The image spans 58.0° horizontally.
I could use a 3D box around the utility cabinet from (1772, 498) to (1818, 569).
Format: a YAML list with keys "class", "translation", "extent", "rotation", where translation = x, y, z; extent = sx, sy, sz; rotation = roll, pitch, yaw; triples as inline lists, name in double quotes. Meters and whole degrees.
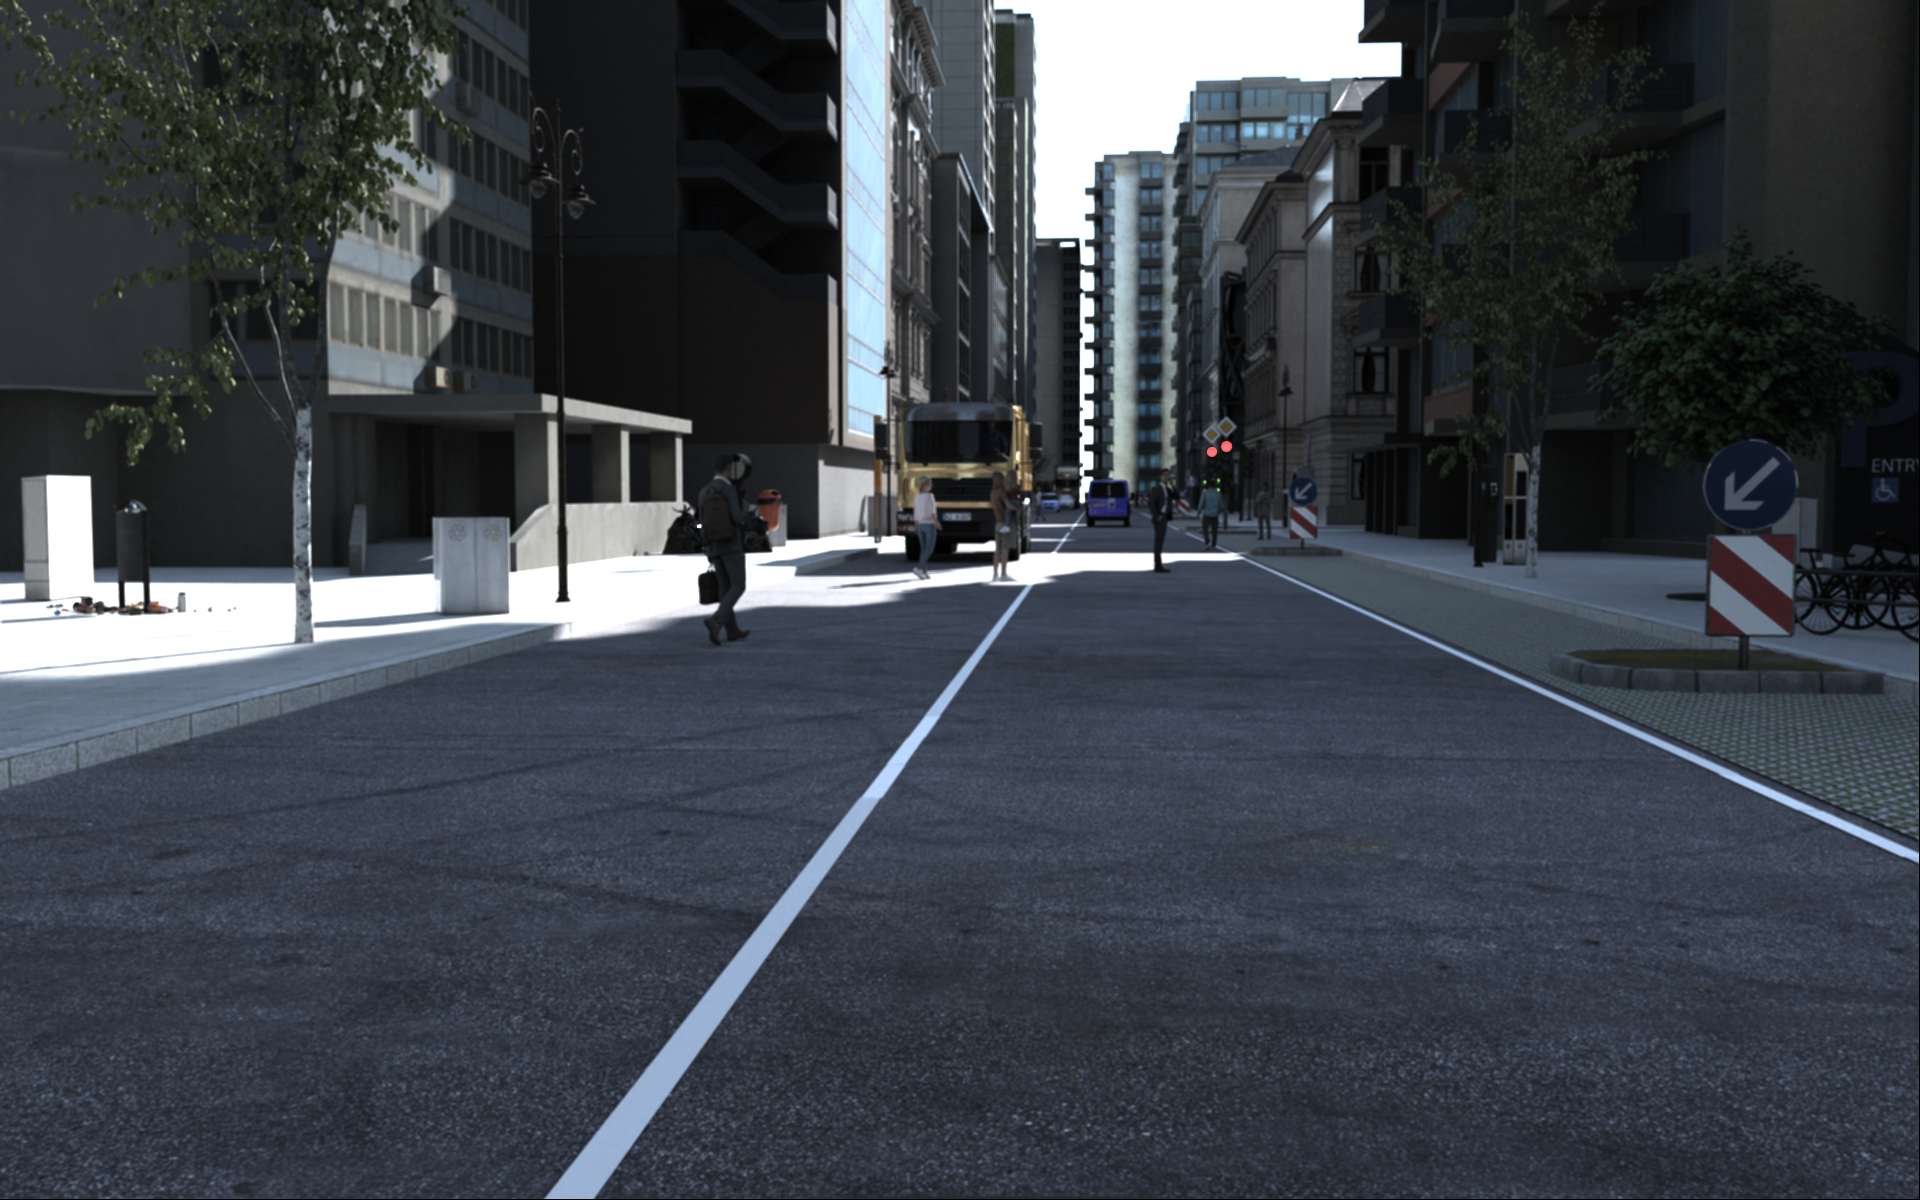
- class: "utility cabinet"
  translation: [14.245, -1.127, 29.581]
  extent: [0.306, 1.237, 1.020]
  rotation: [0, 4, 0]

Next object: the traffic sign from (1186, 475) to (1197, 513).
- class: "traffic sign"
  translation: [15.604, -7.139, 116.831]
  extent: [0.768, 2.556, 0.104]
  rotation: [1, 4, 12]

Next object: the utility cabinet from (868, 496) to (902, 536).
- class: "utility cabinet"
  translation: [-2.319, -2.587, 53.467]
  extent: [1.020, 1.237, 0.306]
  rotation: [1, 4, 14]

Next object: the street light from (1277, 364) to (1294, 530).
- class: "street light"
  translation: [11.575, -5.438, 61.701]
  extent: [0.468, 5.910, 1.993]
  rotation: [0, 4, 5]

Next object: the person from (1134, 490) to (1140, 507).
- class: "person"
  translation: [19.763, -11.358, 194.143]
  extent: [0.705, 1.831, 1.348]
  rotation: [3, 5, 43]

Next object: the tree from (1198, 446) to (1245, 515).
- class: "tree"
  translation: [16.343, -7.517, 106.625]
  extent: [4.285, 4.588, 4.351]
  rotation: [0, 3, 0]

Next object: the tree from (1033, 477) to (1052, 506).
- class: "tree"
  translation: [8.683, -11.961, 190.160]
  extent: [1.663, 3.219, 1.824]
  rotation: [0, 3, 0]

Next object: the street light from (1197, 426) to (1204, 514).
- class: "street light"
  translation: [15.635, -8.547, 112.534]
  extent: [0.468, 5.910, 1.993]
  rotation: [0, 4, 5]

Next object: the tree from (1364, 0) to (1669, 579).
- class: "tree"
  translation: [8.617, -4.647, 26.344]
  extent: [4.737, 8.622, 4.395]
  rotation: [0, 3, 0]

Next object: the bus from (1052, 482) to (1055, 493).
- class: "bus"
  translation: [12.156, -12.365, 197.035]
  extent: [2.948, 3.499, 13.247]
  rotation: [0, 4, 5]

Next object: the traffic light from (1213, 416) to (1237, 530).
- class: "traffic light"
  translation: [9.530, -4.484, 62.229]
  extent: [0.839, 4.253, 0.868]
  rotation: [0, 4, 5]

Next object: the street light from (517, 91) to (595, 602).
- class: "street light"
  translation: [-4.725, -2.916, 20.457]
  extent: [0.468, 5.910, 1.993]
  rotation: [0, 4, 5]

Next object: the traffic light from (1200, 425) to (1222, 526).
- class: "traffic light"
  translation: [10.165, -4.971, 70.189]
  extent: [0.839, 4.253, 0.868]
  rotation: [0, 4, 5]

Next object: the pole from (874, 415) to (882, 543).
- class: "pole"
  translation: [-2.138, -3.132, 45.048]
  extent: [0.158, 3.312, 0.155]
  rotation: [0, 3, 0]

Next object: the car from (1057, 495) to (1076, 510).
- class: "car"
  translation: [9.421, -8.820, 156.573]
  extent: [2.083, 1.381, 4.827]
  rotation: [0, 4, 4]

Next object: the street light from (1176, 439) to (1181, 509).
- class: "street light"
  translation: [18.170, -10.477, 144.084]
  extent: [0.468, 5.910, 1.993]
  rotation: [0, 4, 5]

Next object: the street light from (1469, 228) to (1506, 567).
- class: "street light"
  translation: [9.143, -3.521, 30.360]
  extent: [0.468, 5.910, 1.993]
  rotation: [0, 4, 5]

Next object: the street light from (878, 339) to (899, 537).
- class: "street light"
  translation: [-2.131, -4.834, 51.829]
  extent: [0.468, 5.910, 1.993]
  rotation: [0, 4, 5]

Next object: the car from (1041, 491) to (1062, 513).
- class: "car"
  translation: [6.942, -7.656, 134.761]
  extent: [1.945, 1.707, 3.694]
  rotation: [0, 4, 4]

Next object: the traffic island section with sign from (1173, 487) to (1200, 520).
- class: "traffic island section with sign"
  translation: [12.290, -5.363, 96.319]
  extent: [1.989, 1.847, 2.006]
  rotation: [0, 4, 5]

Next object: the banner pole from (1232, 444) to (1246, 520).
- class: "banner pole"
  translation: [13.856, -5.872, 86.032]
  extent: [0.863, 3.779, 0.401]
  rotation: [3, 5, 41]

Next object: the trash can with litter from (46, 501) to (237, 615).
- class: "trash can with litter"
  translation: [-9.201, -0.488, 19.041]
  extent: [2.233, 1.210, 1.678]
  rotation: [2, 4, 35]

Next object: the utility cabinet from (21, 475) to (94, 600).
- class: "utility cabinet"
  translation: [-11.037, -0.765, 21.184]
  extent: [0.318, 1.500, 1.173]
  rotation: [0, 4, -3]

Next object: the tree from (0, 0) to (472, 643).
- class: "tree"
  translation: [-5.845, -3.946, 14.883]
  extent: [4.737, 8.622, 4.395]
  rotation: [0, 3, 0]

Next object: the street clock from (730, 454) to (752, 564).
- class: "street clock"
  translation: [-4.033, -1.647, 31.499]
  extent: [0.471, 2.002, 0.358]
  rotation: [2, 4, 27]

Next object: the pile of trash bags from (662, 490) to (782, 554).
- class: "pile of trash bags"
  translation: [-4.953, -1.738, 38.171]
  extent: [1.912, 1.369, 3.447]
  rotation: [2, 4, 25]

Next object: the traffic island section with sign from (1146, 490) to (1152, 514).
- class: "traffic island section with sign"
  translation: [14.484, -7.045, 123.805]
  extent: [1.989, 1.847, 2.006]
  rotation: [0, 4, 5]

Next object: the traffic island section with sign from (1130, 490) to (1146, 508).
- class: "traffic island section with sign"
  translation: [20.503, -11.654, 199.162]
  extent: [1.989, 1.847, 2.006]
  rotation: [0, 4, 5]

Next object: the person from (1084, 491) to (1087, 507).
- class: "person"
  translation: [14.267, -11.487, 196.332]
  extent: [0.705, 1.822, 1.348]
  rotation: [-1, 4, -11]

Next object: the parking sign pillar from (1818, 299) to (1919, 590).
- class: "parking sign pillar"
  translation: [12.625, -2.157, 23.736]
  extent: [1.447, 3.967, 1.447]
  rotation: [1, 4, 10]

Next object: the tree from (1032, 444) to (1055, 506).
- class: "tree"
  translation: [7.844, -14.374, 185.383]
  extent: [4.360, 8.622, 3.978]
  rotation: [0, 3, 0]

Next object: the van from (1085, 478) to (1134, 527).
- class: "van"
  translation: [6.633, -4.449, 77.131]
  extent: [2.240, 2.365, 5.245]
  rotation: [0, 4, 6]

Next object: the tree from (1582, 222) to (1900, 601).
- class: "tree"
  translation: [9.387, -2.289, 21.147]
  extent: [4.285, 4.588, 4.351]
  rotation: [0, 3, 0]

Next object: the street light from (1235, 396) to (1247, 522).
- class: "street light"
  translation: [13.057, -6.582, 80.409]
  extent: [0.468, 5.910, 1.993]
  rotation: [0, 4, 5]

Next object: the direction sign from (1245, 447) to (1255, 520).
- class: "direction sign"
  translation: [14.147, -5.662, 84.574]
  extent: [0.379, 3.537, 0.876]
  rotation: [-1, 4, -20]

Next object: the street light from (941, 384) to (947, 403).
- class: "street light"
  translation: [-0.615, -6.024, 71.275]
  extent: [0.468, 5.910, 1.993]
  rotation: [0, 4, 5]

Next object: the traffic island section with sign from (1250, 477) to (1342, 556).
- class: "traffic island section with sign"
  translation: [7.844, -1.955, 40.591]
  extent: [1.989, 1.847, 2.006]
  rotation: [0, 4, 5]

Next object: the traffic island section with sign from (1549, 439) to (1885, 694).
- class: "traffic island section with sign"
  translation: [5.673, -0.287, 13.319]
  extent: [1.989, 1.847, 2.006]
  rotation: [0, 4, 5]
